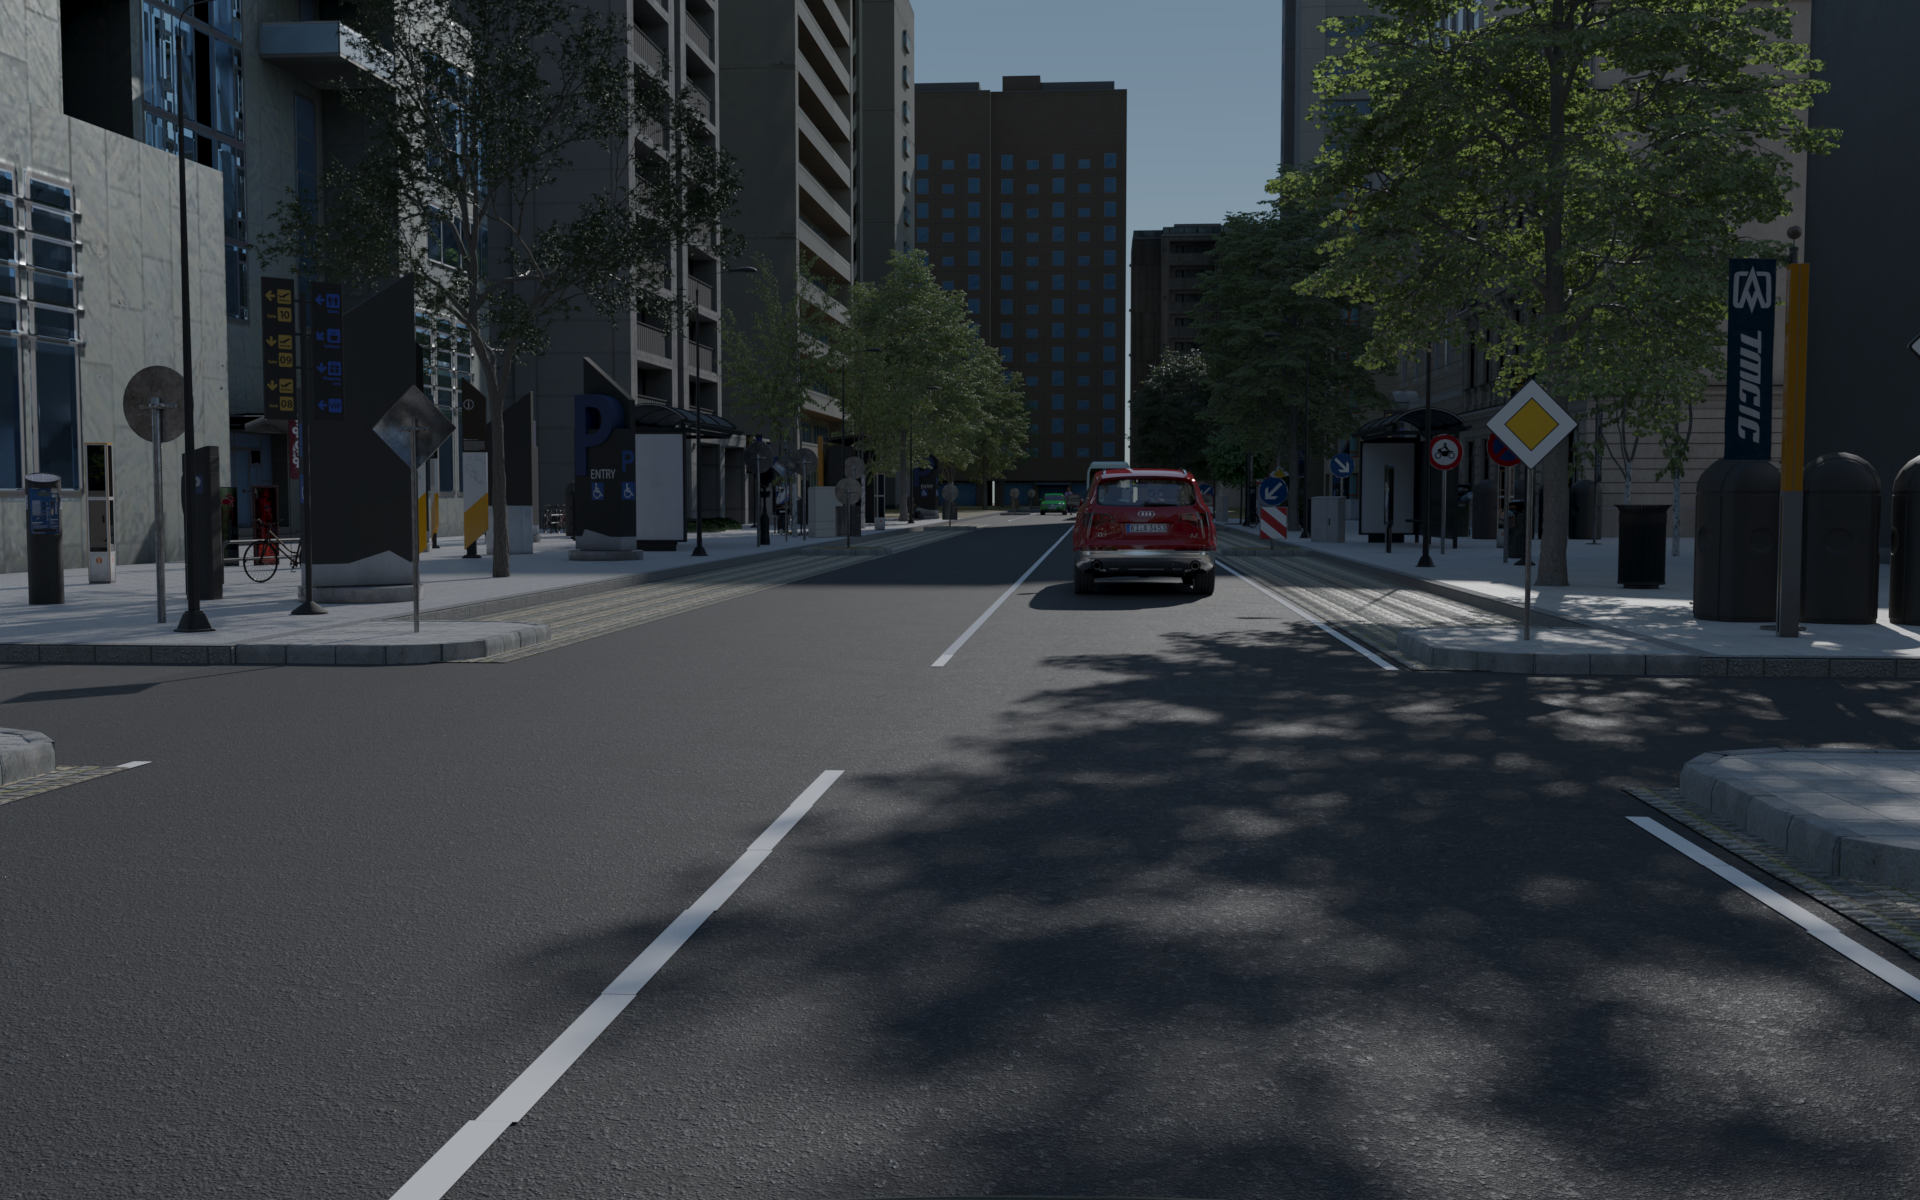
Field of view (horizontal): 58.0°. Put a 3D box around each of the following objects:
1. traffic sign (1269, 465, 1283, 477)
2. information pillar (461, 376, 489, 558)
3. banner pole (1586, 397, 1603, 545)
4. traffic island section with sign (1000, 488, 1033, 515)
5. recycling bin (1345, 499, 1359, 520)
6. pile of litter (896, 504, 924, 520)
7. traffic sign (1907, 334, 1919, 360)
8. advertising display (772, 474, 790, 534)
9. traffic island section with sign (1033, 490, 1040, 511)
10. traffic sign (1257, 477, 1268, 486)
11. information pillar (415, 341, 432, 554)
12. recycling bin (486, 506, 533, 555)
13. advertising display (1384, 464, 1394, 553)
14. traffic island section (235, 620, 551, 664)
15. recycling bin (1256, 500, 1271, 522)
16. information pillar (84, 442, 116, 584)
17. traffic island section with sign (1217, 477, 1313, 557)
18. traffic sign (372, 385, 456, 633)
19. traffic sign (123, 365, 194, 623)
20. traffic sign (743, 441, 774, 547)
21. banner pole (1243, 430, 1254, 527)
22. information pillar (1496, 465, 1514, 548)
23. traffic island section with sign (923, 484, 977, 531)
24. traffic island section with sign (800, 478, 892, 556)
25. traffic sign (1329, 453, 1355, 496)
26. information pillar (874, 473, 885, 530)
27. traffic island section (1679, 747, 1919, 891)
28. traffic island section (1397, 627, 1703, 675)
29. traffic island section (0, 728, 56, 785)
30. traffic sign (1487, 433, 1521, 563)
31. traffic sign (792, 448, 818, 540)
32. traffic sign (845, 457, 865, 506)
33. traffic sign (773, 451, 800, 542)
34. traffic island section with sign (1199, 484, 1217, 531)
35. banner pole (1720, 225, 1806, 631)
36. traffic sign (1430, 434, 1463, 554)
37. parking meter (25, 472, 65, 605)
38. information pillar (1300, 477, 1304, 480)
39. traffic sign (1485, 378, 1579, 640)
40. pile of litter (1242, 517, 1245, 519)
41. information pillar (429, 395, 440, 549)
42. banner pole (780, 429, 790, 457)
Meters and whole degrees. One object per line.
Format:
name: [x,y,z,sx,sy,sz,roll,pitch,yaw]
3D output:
traffic sign: [12.554,-4.095,68.138,0.795,2.450,0.064,0,4,7]
information pillar: [-9.673,-2.639,34.506,0.504,3.616,0.183,0,4,1]
banner pole: [16.134,-3.289,43.798,0.401,3.779,0.863,0,4,8]
traffic island section with sign: [3.769,-6.655,117.440,1.989,1.847,2.006,0,4,5]
recycling bin: [19.261,-4.430,84.977,0.722,1.027,0.722,-1,4,-20]
pile of litter: [-2.545,-4.457,86.840,1.719,0.858,1.176,-1,4,-16]
traffic sign: [4.306,-0.217,7.184,0.795,2.450,0.064,0,4,5]
advertising display: [-5.831,-3.136,56.482,0.123,1.923,0.974,2,4,23]
traffic island section with sign: [6.055,-8.318,144.626,1.989,1.847,2.006,0,4,5]
traffic sign: [15.504,-5.464,89.444,0.768,2.556,0.104,0,4,7]
information pillar: [-7.318,-1.927,22.854,0.504,3.616,0.183,-3,4,-37]
recycling bin: [-9.644,-1.500,37.073,0.722,1.027,0.722,2,4,32]
advertising display: [9.402,-2.004,37.982,0.123,1.923,0.974,1,4,9]
traffic island section: [-5.058,0.380,16.061,2.009,0.180,2.903,0,4,5]
recycling bin: [13.696,-4.053,78.814,0.722,1.027,0.722,-1,4,-19]
information pillar: [-12.312,-1.242,24.806,0.304,2.012,0.304,-1,4,-12]
traffic island section with sign: [7.113,-1.940,40.348,1.989,1.847,2.006,0,4,5]
traffic sign: [-5.034,-0.756,15.997,0.795,2.450,0.064,0,4,5]
traffic sign: [-7.950,-1.044,17.174,0.768,2.556,0.104,1,4,9]
traffic sign: [-4.887,-2.558,41.925,0.768,2.556,0.104,1,4,14]
banner pole: [11.286,-4.725,67.274,0.401,3.779,0.863,0,4,-4]
information pillar: [12.966,-2.243,41.167,0.304,2.012,0.304,3,4,37]
traffic island section with sign: [-0.356,-3.638,68.103,1.989,1.847,2.006,0,4,5]
traffic island section with sign: [-2.642,-1.975,40.925,1.989,1.847,2.006,0,4,5]
traffic sign: [11.884,-3.292,53.925,0.768,2.556,0.104,1,4,13]
information pillar: [-2.838,-3.469,61.217,0.304,2.012,0.304,-1,4,-22]
traffic island section: [4.331,0.919,7.259,2.009,0.180,2.903,0,4,5]
traffic island section: [4.997,0.432,15.216,2.009,0.180,2.903,0,4,5]
traffic island section: [-5.725,0.867,8.104,2.009,0.180,2.903,0,4,5]
traffic sign: [10.163,-1.963,32.195,0.768,2.556,0.104,0,4,8]
traffic sign: [-4.301,-2.918,47.814,0.768,2.556,0.104,1,4,10]
traffic sign: [-3.610,-3.590,58.806,0.768,2.556,0.104,0,4,7]
traffic sign: [-4.667,-2.774,46.538,0.795,2.450,0.064,1,4,13]
traffic island section with sign: [9.364,-3.583,67.210,1.989,1.847,2.006,0,4,5]
banner pole: [7.547,-1.604,16.237,0.863,3.779,0.401,0,4,-5]
traffic sign: [10.302,-2.249,36.884,0.768,2.556,0.104,0,4,5]
parking meter: [-10.658,-0.719,20.169,0.372,1.533,0.369,0,3,0]
information pillar: [14.356,-4.185,72.914,0.304,2.012,0.304,0,4,0]
traffic sign: [4.973,-0.703,15.141,0.795,2.450,0.064,0,4,5]
pile of litter: [14.993,-4.498,87.505,1.176,0.858,1.719,-1,4,-22]
information pillar: [-12.361,-3.018,40.699,0.183,3.616,0.504,-2,4,-29]
banner pole: [-6.744,-4.673,66.422,0.401,3.779,0.863,-3,4,-36]
